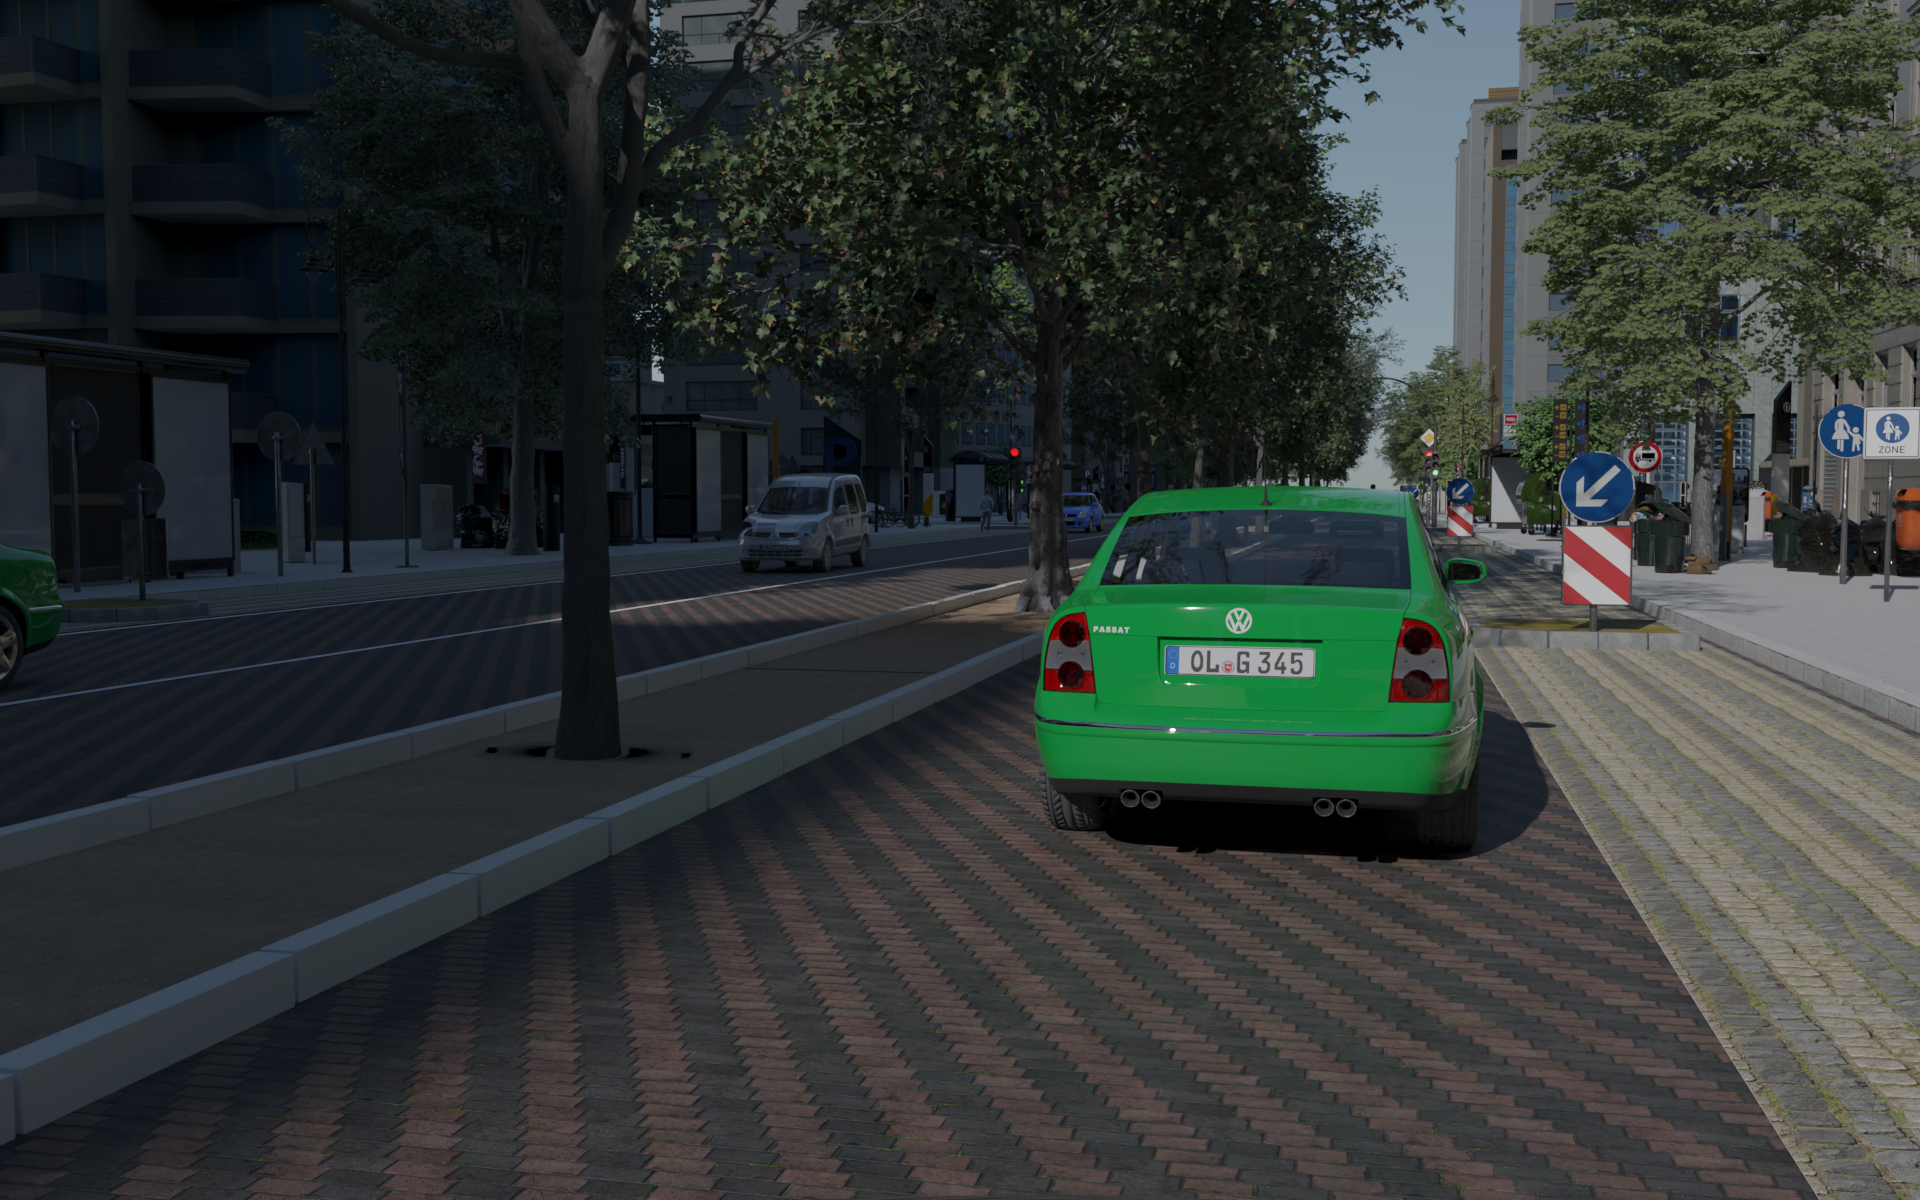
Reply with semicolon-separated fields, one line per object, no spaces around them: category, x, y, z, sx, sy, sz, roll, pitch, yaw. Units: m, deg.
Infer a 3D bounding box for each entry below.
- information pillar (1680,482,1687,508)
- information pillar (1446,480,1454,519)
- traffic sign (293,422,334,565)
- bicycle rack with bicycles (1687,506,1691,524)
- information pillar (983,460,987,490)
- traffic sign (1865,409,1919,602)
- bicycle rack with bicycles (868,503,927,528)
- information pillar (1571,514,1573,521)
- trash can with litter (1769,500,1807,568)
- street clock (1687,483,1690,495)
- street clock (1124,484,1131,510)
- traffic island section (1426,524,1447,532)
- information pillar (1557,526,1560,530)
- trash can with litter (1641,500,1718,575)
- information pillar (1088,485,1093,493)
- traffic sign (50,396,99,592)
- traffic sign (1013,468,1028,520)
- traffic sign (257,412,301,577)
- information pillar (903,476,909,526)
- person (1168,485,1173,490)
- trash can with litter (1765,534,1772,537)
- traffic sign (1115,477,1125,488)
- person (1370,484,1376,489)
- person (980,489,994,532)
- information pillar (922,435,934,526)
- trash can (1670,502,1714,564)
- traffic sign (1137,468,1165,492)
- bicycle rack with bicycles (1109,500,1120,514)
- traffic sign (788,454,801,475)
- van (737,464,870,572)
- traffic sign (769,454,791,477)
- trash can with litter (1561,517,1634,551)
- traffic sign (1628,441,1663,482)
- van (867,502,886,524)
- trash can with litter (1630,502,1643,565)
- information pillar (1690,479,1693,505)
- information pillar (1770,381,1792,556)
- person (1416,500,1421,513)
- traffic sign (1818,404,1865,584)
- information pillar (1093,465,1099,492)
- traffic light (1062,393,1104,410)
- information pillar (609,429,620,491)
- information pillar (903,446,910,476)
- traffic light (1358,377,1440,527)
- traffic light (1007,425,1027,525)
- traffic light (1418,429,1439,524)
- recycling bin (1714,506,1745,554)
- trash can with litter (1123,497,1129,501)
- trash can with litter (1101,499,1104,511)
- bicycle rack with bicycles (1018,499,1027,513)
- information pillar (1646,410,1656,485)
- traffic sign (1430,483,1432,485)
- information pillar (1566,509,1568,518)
information pillar;44.071;-6.175;105.460;0.304;2.012;0.304;3;5;41
information pillar;25.267;-5.187;89.296;0.304;2.012;0.304;3;4;38
traffic sign;-11.656;-1.908;31.196;0.884;2.594;0.081;1;4;18
bicycle rack with bicycles;31.611;-3.803;75.561;2.925;0.926;2.852;3;5;40
information pillar;1.628;-7.513;114.199;0.183;3.616;0.504;-2;4;-32
traffic sign;11.021;-1.126;20.540;0.606;2.300;0.079;1;4;17
bicycle rack with bicycles;-2.604;-3.246;66.454;2.925;0.926;2.852;-1;4;-20
information pillar;29.281;-4.770;82.485;0.304;2.012;0.304;1;4;17
trash can with litter;14.534;-1.130;29.863;0.624;1.170;1.055;-3;4;-36
street clock;46.596;-6.527;111.279;0.471;2.002;0.358;1;4;17
street clock;11.882;-7.246;123.046;0.471;2.002;0.358;0;4;5
traffic island section;18.352;-2.735;66.991;2.009;0.180;2.903;1;4;13
information pillar;21.471;-4.328;62.117;0.183;3.616;0.504;2;4;24
trash can with litter;11.714;-1.014;27.966;0.624;1.170;1.055;-3;5;-39
information pillar;11.139;-8.772;147.912;0.304;2.012;0.304;0;4;-8
traffic sign;-11.527;-1.372;22.538;0.768;2.556;0.104;1;4;16
traffic sign;2.940;-5.189;84.952;0.768;2.556;0.104;1;4;19
traffic sign;-10.575;-1.638;26.888;0.768;2.556;0.104;1;4;14
information pillar;-2.099;-4.024;70.278;0.304;2.012;0.304;2;4;31
person;9.368;-4.201;77.062;0.514;1.842;0.818;1;4;10
trash can with litter;24.244;-2.522;52.296;2.233;1.210;1.678;1;4;18
traffic sign;11.638;-7.717;126.273;0.768;2.556;0.104;1;4;20
person;15.216;-3.371;63.792;0.419;1.800;0.721;1;4;21
person;1.009;-3.297;64.213;0.589;1.601;0.330;2;4;28
information pillar;-1.270;-4.749;68.997;0.504;3.616;0.183;3;5;41
trash can;13.547;-1.250;32.089;0.748;1.137;0.748;0;3;0
traffic sign;15.052;-8.737;136.716;2.265;3.308;0.079;1;4;18
bicycle rack with bicycles;9.574;-6.131;113.624;2.852;0.926;2.925;1;4;19
traffic sign;-5.512;-3.479;56.886;0.884;2.594;0.081;1;4;19
van;-2.948;-1.599;33.148;2.013;2.044;4.112;1;4;11
traffic sign;-5.803;-3.392;55.571;0.768;2.556;0.104;1;4;17
trash can with litter;14.838;-1.711;39.034;1.678;1.210;2.233;-2;4;-30
traffic sign;16.460;-2.541;41.649;0.768;2.556;0.104;1;4;23
van;-5.292;-4.216;75.950;4.112;2.044;2.013;1;4;14
trash can with litter;12.363;-1.206;31.109;0.624;1.170;1.055;1;4;22
information pillar;36.760;-5.033;86.774;0.304;2.012;0.304;1;4;13
information pillar;16.929;-2.713;35.711;0.504;3.616;0.183;-2;4;-30
person;14.864;-2.643;56.395;0.352;1.250;0.332;3;4;37
traffic sign;12.552;-1.495;24.555;0.768;2.556;0.104;1;4;16
information pillar;10.826;-8.972;138.042;0.504;3.616;0.183;0;4;2
traffic light;6.225;-6.321;78.013;4.771;5.953;1.251;1;4;13
information pillar;-9.134;-3.330;45.803;0.183;3.616;0.504;1;4;14
information pillar;-2.633;-5.754;85.433;0.183;3.616;0.504;3;5;41
traffic light;16.260;-5.662;67.234;4.771;5.953;1.251;1;4;13
traffic light;2.304;-5.002;70.703;0.839;4.253;0.868;1;4;13
traffic light;20.181;-5.243;74.651;0.839;4.253;0.868;1;4;13
recycling bin;16.594;-1.532;37.602;0.722;1.027;0.722;1;4;18
trash can with litter;11.518;-6.731;121.446;0.624;1.170;1.055;0;4;6
trash can with litter;10.744;-7.377;131.996;1.055;1.170;0.624;-2;4;-25
bicycle rack with bicycles;5.088;-6.309;116.531;2.925;0.926;2.852;2;4;25
information pillar;18.553;-3.376;46.555;0.183;3.616;0.504;3;4;37
traffic sign;33.604;-7.515;122.968;0.768;2.556;0.104;1;4;22
information pillar;31.995;-6.137;91.695;0.504;3.616;0.183;-2;4;-24
